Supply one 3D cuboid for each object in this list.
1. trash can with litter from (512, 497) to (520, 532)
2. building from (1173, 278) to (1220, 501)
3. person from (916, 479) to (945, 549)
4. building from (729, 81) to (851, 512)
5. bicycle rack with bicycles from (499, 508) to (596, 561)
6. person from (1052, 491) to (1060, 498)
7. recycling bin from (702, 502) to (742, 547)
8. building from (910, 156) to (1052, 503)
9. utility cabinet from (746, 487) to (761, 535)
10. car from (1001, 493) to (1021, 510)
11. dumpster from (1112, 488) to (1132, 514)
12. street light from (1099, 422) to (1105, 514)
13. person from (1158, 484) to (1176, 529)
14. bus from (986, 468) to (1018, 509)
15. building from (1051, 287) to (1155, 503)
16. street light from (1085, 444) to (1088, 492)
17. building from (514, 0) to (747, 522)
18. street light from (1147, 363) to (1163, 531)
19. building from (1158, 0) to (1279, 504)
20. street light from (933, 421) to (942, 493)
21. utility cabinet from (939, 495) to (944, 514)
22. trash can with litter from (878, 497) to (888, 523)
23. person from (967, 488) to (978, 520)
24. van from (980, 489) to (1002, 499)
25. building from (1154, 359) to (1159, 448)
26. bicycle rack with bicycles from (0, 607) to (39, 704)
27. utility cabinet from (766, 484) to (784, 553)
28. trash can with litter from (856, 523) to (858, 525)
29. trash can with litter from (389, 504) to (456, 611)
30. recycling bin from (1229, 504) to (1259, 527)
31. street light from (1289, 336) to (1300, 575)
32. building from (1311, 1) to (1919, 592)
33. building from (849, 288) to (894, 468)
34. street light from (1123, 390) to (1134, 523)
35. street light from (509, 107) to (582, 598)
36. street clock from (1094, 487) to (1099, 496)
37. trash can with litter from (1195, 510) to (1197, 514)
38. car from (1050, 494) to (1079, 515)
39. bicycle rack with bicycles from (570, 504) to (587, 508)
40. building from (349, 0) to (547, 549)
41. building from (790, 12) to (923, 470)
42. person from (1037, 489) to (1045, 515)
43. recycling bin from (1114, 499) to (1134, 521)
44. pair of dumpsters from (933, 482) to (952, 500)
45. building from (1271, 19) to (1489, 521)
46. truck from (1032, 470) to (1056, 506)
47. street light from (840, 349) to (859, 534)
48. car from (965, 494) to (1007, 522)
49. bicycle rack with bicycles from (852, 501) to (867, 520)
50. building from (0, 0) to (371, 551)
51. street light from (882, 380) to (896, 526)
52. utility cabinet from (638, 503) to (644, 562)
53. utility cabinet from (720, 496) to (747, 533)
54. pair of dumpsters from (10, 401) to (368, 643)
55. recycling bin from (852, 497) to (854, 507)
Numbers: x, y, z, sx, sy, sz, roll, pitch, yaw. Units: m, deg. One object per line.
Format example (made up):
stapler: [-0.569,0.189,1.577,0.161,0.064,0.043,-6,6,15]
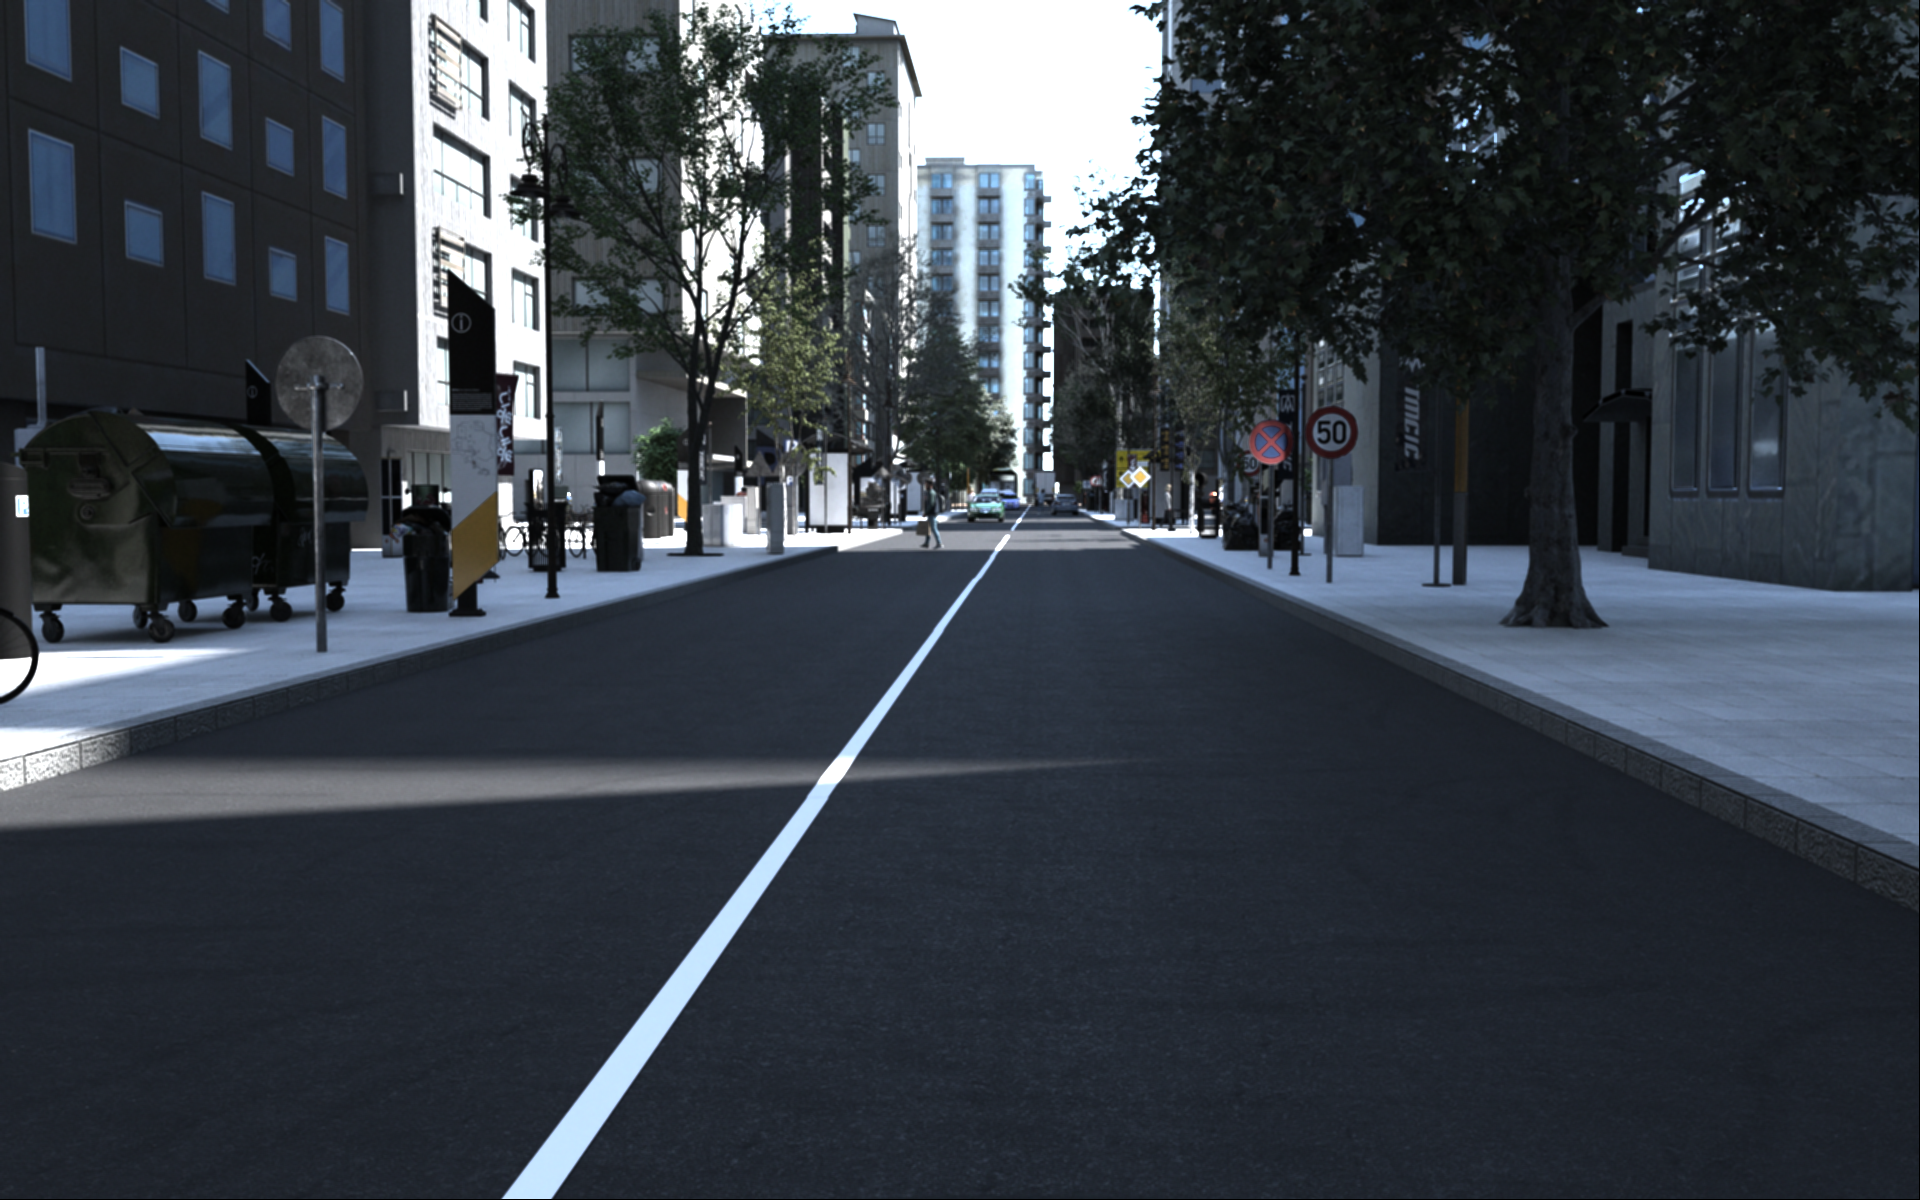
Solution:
trash can with litter: [-15.845,-2.880,58.143,2.233,1.210,1.678,0,4,7]
building: [25.595,-23.223,151.399,14.160,30.474,14.107,0,4,3]
person: [-0.774,-2.224,44.854,0.713,1.824,0.794,1,4,18]
building: [-15.494,-21.486,123.001,14.160,30.474,14.107,0,4,3]
bicycle rack with bicycles: [-8.656,-1.303,34.693,2.852,0.926,2.925,-2,4,-35]
person: [11.015,-11.442,195.584,1.348,1.824,0.705,1,4,21]
recycling bin: [-5.852,-1.838,42.603,0.722,1.027,0.722,3,4,37]
building: [-2.106,-38.449,248.250,30.456,49.044,23.786,0,4,3]
utility cabinet: [-6.481,-2.793,54.337,0.318,1.500,1.173,0,4,1]
car: [4.554,-9.037,157.349,1.945,1.707,3.694,0,4,1]
dumpster: [10.566,-6.533,112.575,1.264,1.857,1.865,0,4,2]
street light: [9.099,-8.446,110.880,0.468,5.910,1.993,0,4,3]
person: [7.977,-3.541,66.575,0.728,1.800,0.709,1,4,14]
bus: [4.140,-10.635,165.435,2.896,3.916,12.252,0,4,3]
building: [19.932,-28.823,242.949,14.107,30.474,14.160,0,4,3]
street light: [10.624,-10.488,144.259,0.468,5.910,1.993,0,4,3]
building: [-25.357,-30.685,90.942,28.713,52.752,27.495,0,4,3]
street light: [6.799,-5.371,60.611,0.468,5.910,1.993,0,4,3]
building: [30.387,-38.535,172.052,21.231,58.520,28.212,0,4,3]
street light: [-1.344,-8.005,103.673,0.468,5.910,1.993,0,4,3]
utility cabinet: [-1.374,-6.281,113.863,0.306,1.237,1.020,1,4,18]
trash can with litter: [-3.587,-4.033,77.333,1.055,1.170,0.624,0,4,3]
person: [0.786,-5.185,93.944,0.731,1.740,0.598,-2,4,-24]
van: [2.225,-7.573,130.823,2.013,2.044,4.112,0,4,4]
building: [41.674,-24.646,248.000,28.899,21.520,27.650,0,4,3]
bicycle rack with bicycles: [-7.042,0.185,10.351,2.925,0.926,2.852,0,4,-8]
utility cabinet: [-4.003,-1.754,37.357,0.318,1.500,1.173,-1,4,-10]
trash can with litter: [-5.102,-3.724,71.951,1.678,1.210,2.233,0,4,7]
trash can with litter: [-5.904,-0.475,19.147,0.624,1.170,1.055,-1,4,-8]
recycling bin: [7.302,-1.920,43.939,0.722,1.027,0.722,3,5,39]
street light: [5.297,-3.330,27.231,0.468,5.910,1.993,0,4,3]
building: [21.363,-44.191,35.200,22.319,86.520,31.000,0,4,3]
building: [-21.116,-19.306,160.686,27.650,21.520,28.899,0,4,3]
street light: [7.537,-6.393,77.314,0.468,5.910,1.993,0,4,3]
street light: [-5.037,-2.963,21.226,0.468,5.910,1.993,0,4,3]
street clock: [11.359,-8.538,144.167,0.358,2.002,0.471,-2,4,-31]
trash can with litter: [14.738,-6.269,113.563,2.233,1.210,1.678,0,4,4]
car: [7.144,-6.498,118.247,2.014,1.417,4.499,0,4,1]
bicycle rack with bicycles: [-13.055,-2.809,59.317,2.925,0.926,2.852,0,4,5]
building: [-19.106,-22.177,46.196,14.086,41.232,14.154,0,4,3]
building: [-18.855,-37.324,199.487,27.495,52.752,28.713,0,4,3]
person: [5.654,-6.848,120.727,0.793,1.790,0.793,3,5,41]
recycling bin: [7.993,-4.389,84.309,0.722,1.027,0.722,3,5,39]
pair of dumpsters: [-1.493,-8.059,134.262,1.574,2.255,4.437,0,4,3]
building: [23.169,-26.499,83.373,14.200,45.320,14.600,0,4,3]
truck: [10.200,-13.473,209.191,2.839,4.237,11.283,0,4,2]
street light: [-3.534,-5.040,55.184,0.468,5.910,1.993,0,4,3]
car: [1.368,-4.771,89.800,2.131,1.459,4.920,0,4,3]
bicycle rack with bicycles: [-5.518,-4.438,85.940,2.925,0.926,2.852,1,4,17]
building: [-20.506,-23.303,31.109,14.600,45.320,14.200,0,4,3]
street light: [-2.875,-5.964,70.295,0.468,5.910,1.993,0,4,3]
utility cabinet: [-6.209,-1.344,33.129,0.306,1.237,1.020,0,4,-8]
utility cabinet: [-7.348,-2.788,56.743,1.020,1.237,0.306,2,4,31]
pair of dumpsters: [-7.330,-0.879,16.872,1.574,2.255,4.437,0,4,2]
recycling bin: [-8.207,-7.450,134.359,0.722,1.027,0.722,2,4,26]
